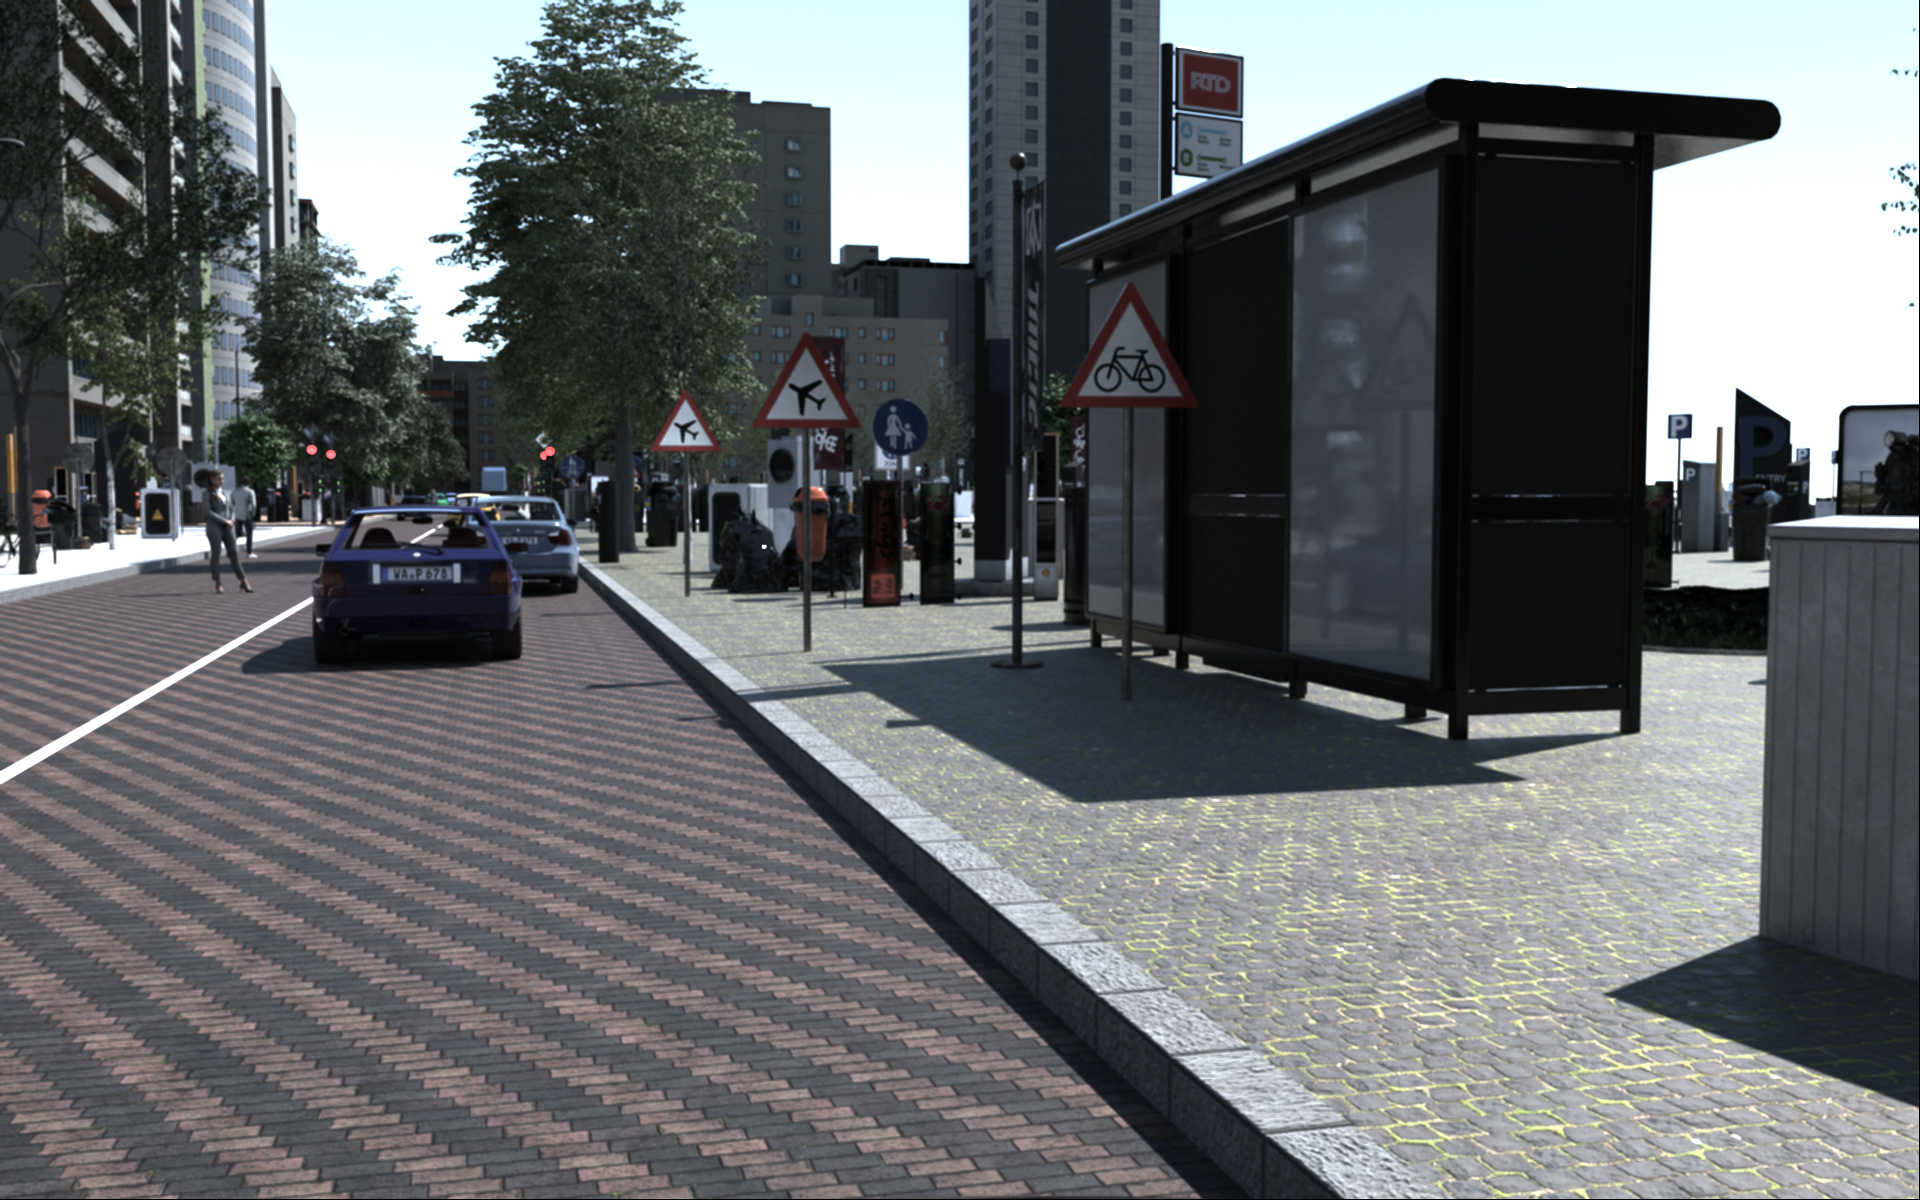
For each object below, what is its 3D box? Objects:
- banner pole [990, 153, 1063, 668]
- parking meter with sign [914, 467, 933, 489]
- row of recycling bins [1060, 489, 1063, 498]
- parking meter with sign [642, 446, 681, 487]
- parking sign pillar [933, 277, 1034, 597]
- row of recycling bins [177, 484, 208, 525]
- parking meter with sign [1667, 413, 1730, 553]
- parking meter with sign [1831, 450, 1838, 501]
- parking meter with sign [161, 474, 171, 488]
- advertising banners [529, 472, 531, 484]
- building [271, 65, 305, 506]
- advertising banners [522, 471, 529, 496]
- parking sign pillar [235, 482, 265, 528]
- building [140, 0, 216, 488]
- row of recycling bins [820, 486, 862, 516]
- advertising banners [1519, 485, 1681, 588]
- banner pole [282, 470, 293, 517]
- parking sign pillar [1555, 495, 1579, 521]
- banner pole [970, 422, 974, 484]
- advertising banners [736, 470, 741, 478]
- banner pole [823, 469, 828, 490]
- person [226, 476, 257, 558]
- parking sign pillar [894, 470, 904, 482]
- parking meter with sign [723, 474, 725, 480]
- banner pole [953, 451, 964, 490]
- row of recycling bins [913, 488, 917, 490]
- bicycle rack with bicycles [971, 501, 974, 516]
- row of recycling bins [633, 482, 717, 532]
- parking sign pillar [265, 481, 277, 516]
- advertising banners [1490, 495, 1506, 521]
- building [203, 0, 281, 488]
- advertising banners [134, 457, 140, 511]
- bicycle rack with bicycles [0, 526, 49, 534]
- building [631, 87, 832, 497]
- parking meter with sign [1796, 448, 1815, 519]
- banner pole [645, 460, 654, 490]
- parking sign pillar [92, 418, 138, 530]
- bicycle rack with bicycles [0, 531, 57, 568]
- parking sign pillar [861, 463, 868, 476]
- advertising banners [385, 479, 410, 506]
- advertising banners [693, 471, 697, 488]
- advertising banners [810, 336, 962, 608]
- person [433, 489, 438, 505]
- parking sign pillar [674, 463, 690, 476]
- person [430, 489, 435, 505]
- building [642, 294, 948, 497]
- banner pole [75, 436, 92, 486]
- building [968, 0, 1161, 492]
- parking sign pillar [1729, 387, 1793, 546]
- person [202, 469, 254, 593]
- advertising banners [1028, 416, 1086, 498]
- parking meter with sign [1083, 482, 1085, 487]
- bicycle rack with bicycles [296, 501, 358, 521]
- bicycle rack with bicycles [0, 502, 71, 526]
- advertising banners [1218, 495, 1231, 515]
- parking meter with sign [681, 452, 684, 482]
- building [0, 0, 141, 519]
[{"bbox_3d":[0.485,-1.381,12.591,0.401,3.779,0.863,-1,4,-15],"label":"banner pole"},{"bbox_3d":[-2.080,-6.928,109.527,1.738,3.016,0.543,3,5,44],"label":"parking meter with sign"},{"bbox_3d":[9.608,-8.818,151.294,3.534,1.692,1.069,3,4,37],"label":"row of recycling bins"},{"bbox_3d":[-10.562,-3.961,61.023,0.543,3.016,1.738,1,4,16],"label":"parking meter with sign"},{"bbox_3d":[0.540,-2.063,22.207,1.447,3.967,1.447,1,4,15],"label":"parking sign pillar"},{"bbox_3d":[-32.867,-4.095,74.070,1.069,1.692,3.534,-1,4,-14],"label":"row of recycling bins"},{"bbox_3d":[16.302,-2.562,38.144,1.738,3.016,0.543,-2,4,-35],"label":"parking meter with sign"},{"bbox_3d":[35.533,-4.432,68.726,1.738,3.016,0.543,0,4,7],"label":"parking meter with sign"},{"bbox_3d":[-37.500,-5.242,81.968,0.543,3.016,1.738,-1,4,-20],"label":"parking meter with sign"},{"bbox_3d":[-33.385,-8.557,136.094,0.090,3.025,2.074,2,4,24],"label":"advertising banners"},{"bbox_3d":[-84.349,-34.588,189.221,21.600,48.544,21.300,-1,4,-15],"label":"building"},{"bbox_3d":[-33.454,-8.362,132.906,0.090,3.025,2.074,-1,4,-9],"label":"advertising banners"},{"bbox_3d":[-27.421,-4.706,65.418,1.447,3.967,1.447,0,4,2],"label":"parking sign pillar"},{"bbox_3d":[-61.119,-26.772,121.319,14.154,41.232,14.086,-1,4,-15],"label":"building"},{"bbox_3d":[-5.814,-4.761,84.948,3.534,1.692,1.069,2,4,31],"label":"row of recycling bins"},{"bbox_3d":[8.875,-1.702,24.011,2.074,3.025,0.090,2,4,24],"label":"advertising banners"},{"bbox_3d":[-37.508,-6.522,96.650,0.401,3.779,0.863,2,4,24],"label":"banner pole"},{"bbox_3d":[21.576,-4.429,60.893,1.447,3.967,1.447,-2,4,-25],"label":"parking sign pillar"},{"bbox_3d":[0.729,-2.940,38.083,0.401,3.779,0.863,3,5,44],"label":"banner pole"},{"bbox_3d":[-16.734,-8.023,127.365,0.090,3.025,2.074,-3,5,-44],"label":"advertising banners"},{"bbox_3d":[-6.975,-6.108,89.884,0.401,3.779,0.863,1,4,18],"label":"banner pole"},{"bbox_3d":[-16.084,-1.862,38.794,0.661,1.843,0.795,1,4,11],"label":"person"},{"bbox_3d":[-3.501,-6.671,97.539,1.447,3.967,1.447,1,4,13],"label":"parking sign pillar"},{"bbox_3d":[-20.901,-9.243,147.377,1.738,3.016,0.543,0,4,-2],"label":"parking meter with sign"},{"bbox_3d":[-0.089,-6.813,101.410,0.863,3.779,0.401,0,4,-3],"label":"banner pole"},{"bbox_3d":[-3.641,-8.598,147.693,1.069,1.692,3.534,-1,4,-23],"label":"row of recycling bins"},{"bbox_3d":[1.610,-5.193,98.288,2.925,0.926,2.852,3,5,39],"label":"bicycle rack with bicycles"},{"bbox_3d":[-9.836,-3.161,58.795,3.534,1.692,1.069,-1,4,-13],"label":"row of recycling bins"},{"bbox_3d":[-41.086,-6.961,102.286,1.447,3.967,1.447,-3,4,-38],"label":"parking sign pillar"},{"bbox_3d":[9.620,-2.154,31.403,2.074,3.025,0.090,1,4,10],"label":"advertising banners"},{"bbox_3d":[-73.953,-37.436,154.078,21.231,58.520,28.212,-1,4,-15],"label":"building"},{"bbox_3d":[-37.043,-5.080,79.249,2.074,3.025,0.090,0,4,-1],"label":"advertising banners"},{"bbox_3d":[-33.678,-2.886,60.576,2.852,0.926,2.925,-2,4,-32],"label":"bicycle rack with bicycles"},{"bbox_3d":[-27.315,-35.541,204.789,21.300,48.544,21.600,-1,4,-15],"label":"building"},{"bbox_3d":[33.395,-4.456,69.121,1.738,3.016,0.543,2,4,28],"label":"parking meter with sign"},{"bbox_3d":[-20.859,-7.721,116.258,0.863,3.779,0.401,1,4,20],"label":"banner pole"},{"bbox_3d":[-29.660,-4.417,60.688,1.447,3.967,1.447,-3,5,-43],"label":"parking sign pillar"},{"bbox_3d":[-17.339,-1.043,30.430,2.852,0.926,2.925,-1,4,-10],"label":"bicycle rack with bicycles"},{"bbox_3d":[-8.174,-9.907,150.448,1.447,3.967,1.447,1,4,14],"label":"parking sign pillar"},{"bbox_3d":[-46.867,-9.073,144.528,2.074,3.025,0.090,-1,4,-19],"label":"advertising banners"},{"bbox_3d":[-20.795,-8.393,133.407,0.090,3.025,2.074,2,4,24],"label":"advertising banners"},{"bbox_3d":[-0.867,-1.440,19.728,2.074,3.025,0.090,-2,4,-33],"label":"advertising banners"},{"bbox_3d":[-39.680,-7.443,130.381,0.709,1.800,0.728,1,4,9],"label":"person"},{"bbox_3d":[-15.651,-6.661,97.373,1.447,3.967,1.447,-2,4,-35],"label":"parking sign pillar"},{"bbox_3d":[-39.203,-7.336,128.538,0.767,1.812,0.694,-2,4,-28],"label":"person"},{"bbox_3d":[-18.266,-20.605,181.929,27.650,21.520,28.899,-1,4,-15],"label":"building"},{"bbox_3d":[-37.651,-5.160,74.382,0.863,3.779,0.401,-3,5,-44],"label":"banner pole"},{"bbox_3d":[11.384,-47.477,214.505,20.611,71.187,20.563,-1,4,-15],"label":"building"},{"bbox_3d":[20.125,-3.362,43.433,1.447,3.967,1.447,1,4,15],"label":"parking sign pillar"},{"bbox_3d":[-10.594,-0.994,25.034,0.573,1.790,0.520,1,4,9],"label":"person"},{"bbox_3d":[2.013,-2.623,39.078,2.074,3.025,0.090,2,4,28],"label":"advertising banners"},{"bbox_3d":[7.128,-5.735,90.031,1.738,3.016,0.543,2,4,23],"label":"parking meter with sign"},{"bbox_3d":[-31.808,-4.486,86.735,2.925,0.926,2.852,0,4,2],"label":"bicycle rack with bicycles"},{"bbox_3d":[-40.605,-3.847,76.287,2.852,0.926,2.925,-3,5,-43],"label":"bicycle rack with bicycles"},{"bbox_3d":[9.020,-4.136,63.818,2.074,3.025,0.090,0,4,2],"label":"advertising banners"},{"bbox_3d":[-10.901,-4.326,66.988,0.543,3.016,1.738,-1,4,-13],"label":"parking meter with sign"},{"bbox_3d":[-56.387,-28.559,90.634,21.300,48.544,21.600,-1,4,-15],"label":"building"}]
